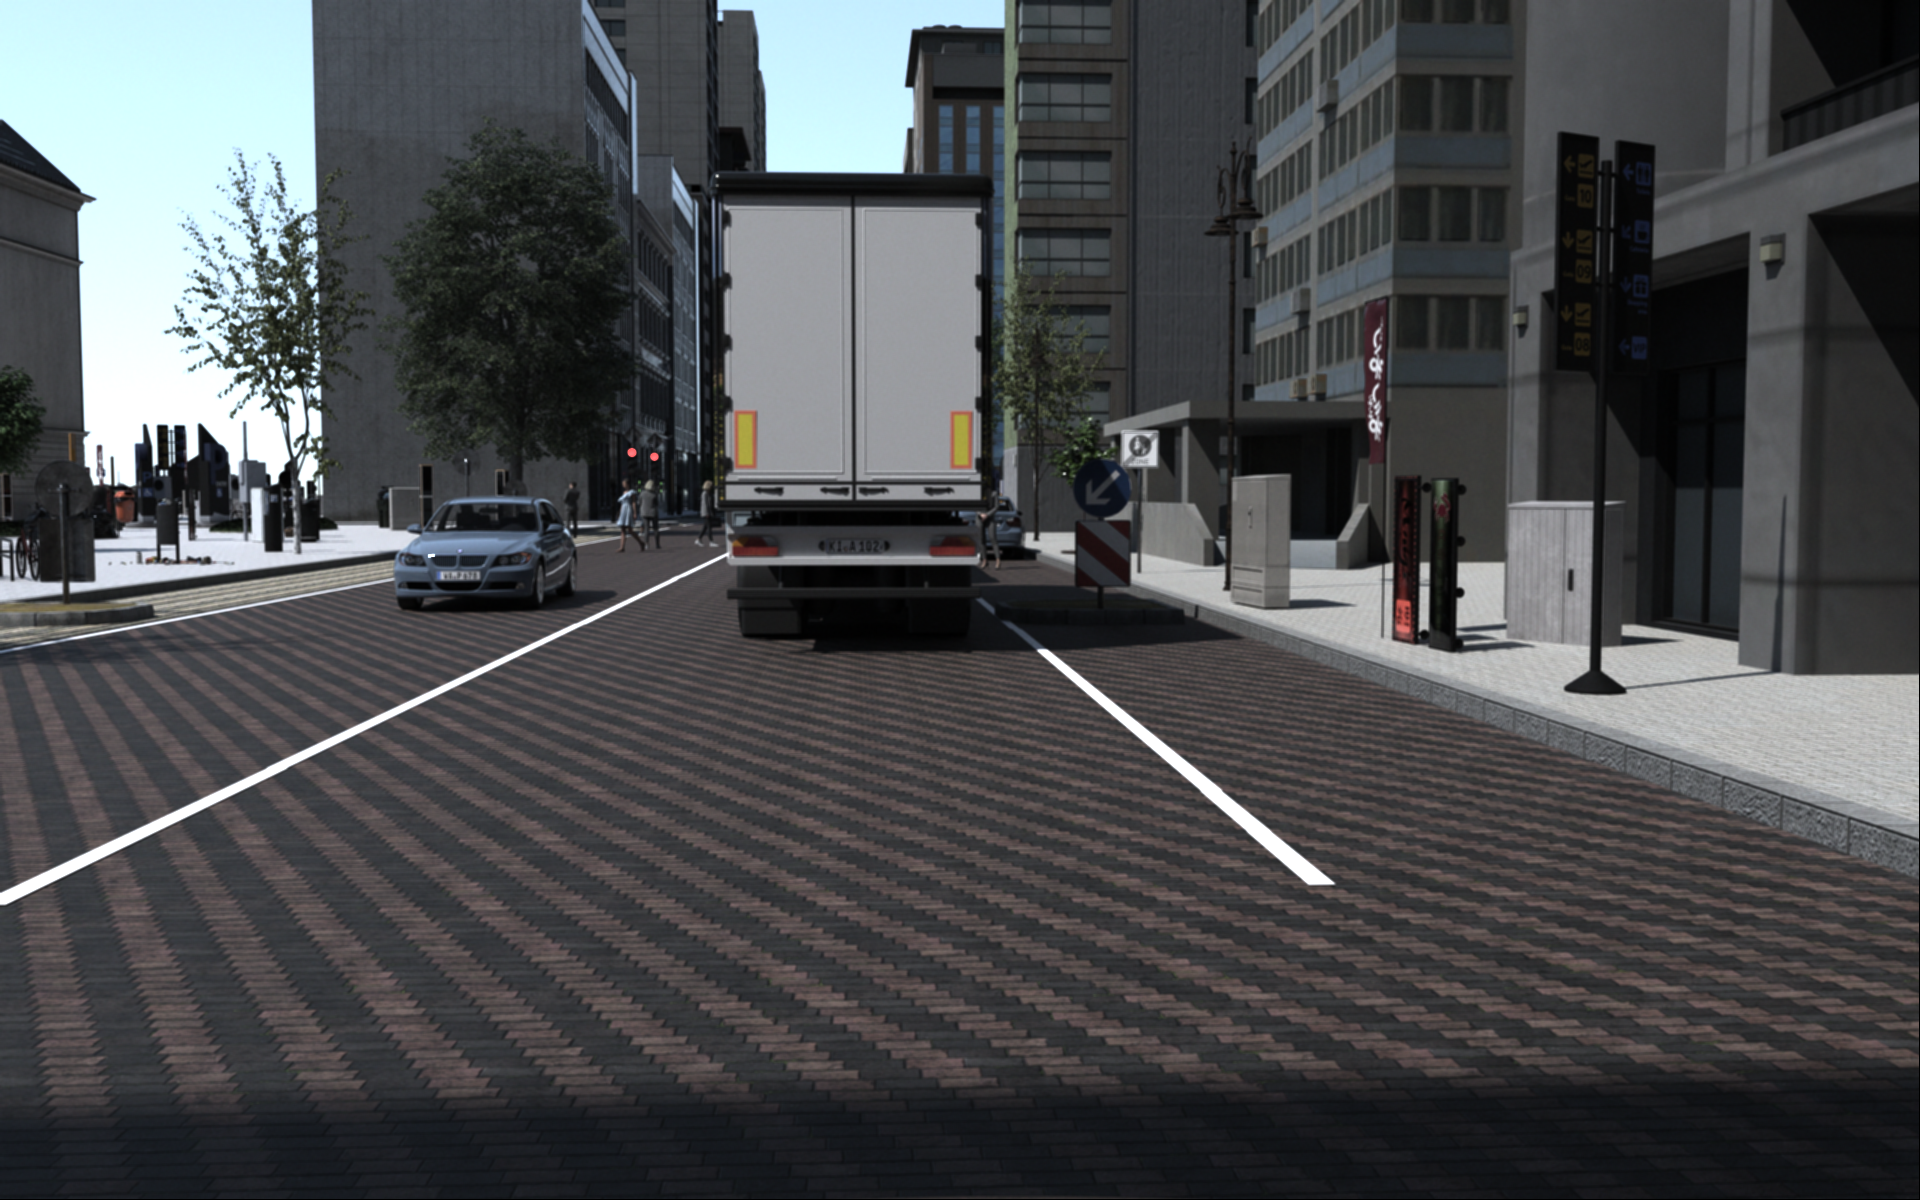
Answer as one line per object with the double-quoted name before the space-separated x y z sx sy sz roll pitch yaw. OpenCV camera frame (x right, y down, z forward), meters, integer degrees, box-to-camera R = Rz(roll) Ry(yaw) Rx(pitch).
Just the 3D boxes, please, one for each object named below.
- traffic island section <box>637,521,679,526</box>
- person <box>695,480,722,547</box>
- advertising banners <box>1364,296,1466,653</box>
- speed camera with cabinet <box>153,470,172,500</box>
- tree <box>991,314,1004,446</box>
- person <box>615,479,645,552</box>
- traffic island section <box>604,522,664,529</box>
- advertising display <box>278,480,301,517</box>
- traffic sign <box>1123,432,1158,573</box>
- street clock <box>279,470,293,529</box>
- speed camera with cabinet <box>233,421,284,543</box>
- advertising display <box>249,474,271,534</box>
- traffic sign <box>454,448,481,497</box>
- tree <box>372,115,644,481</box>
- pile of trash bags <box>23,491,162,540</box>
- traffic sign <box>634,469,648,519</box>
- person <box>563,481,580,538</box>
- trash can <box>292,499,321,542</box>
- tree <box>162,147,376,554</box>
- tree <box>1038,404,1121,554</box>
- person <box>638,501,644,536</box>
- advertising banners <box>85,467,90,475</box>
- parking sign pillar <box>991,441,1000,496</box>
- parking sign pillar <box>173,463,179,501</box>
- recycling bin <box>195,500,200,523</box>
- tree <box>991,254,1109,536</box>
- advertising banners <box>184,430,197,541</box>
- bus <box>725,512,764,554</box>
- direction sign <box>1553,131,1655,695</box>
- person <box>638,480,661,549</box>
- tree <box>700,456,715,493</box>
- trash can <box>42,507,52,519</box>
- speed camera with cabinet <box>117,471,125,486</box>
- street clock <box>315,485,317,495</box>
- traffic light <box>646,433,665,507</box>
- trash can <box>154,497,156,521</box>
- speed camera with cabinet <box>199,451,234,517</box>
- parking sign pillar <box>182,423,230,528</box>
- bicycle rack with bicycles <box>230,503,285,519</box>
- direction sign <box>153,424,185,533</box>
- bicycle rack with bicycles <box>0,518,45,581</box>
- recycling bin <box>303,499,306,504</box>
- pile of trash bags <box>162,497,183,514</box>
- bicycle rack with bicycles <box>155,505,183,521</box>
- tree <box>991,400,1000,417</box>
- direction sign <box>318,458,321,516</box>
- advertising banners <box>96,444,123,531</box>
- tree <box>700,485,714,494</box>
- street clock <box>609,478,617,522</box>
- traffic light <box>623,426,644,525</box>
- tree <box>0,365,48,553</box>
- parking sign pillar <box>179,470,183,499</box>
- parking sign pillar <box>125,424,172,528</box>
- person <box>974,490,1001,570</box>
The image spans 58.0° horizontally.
"traffic island section" -13.952 -3.489 79.321 2.009 0.180 2.903 0 4 -3
"person" -6.887 -2.365 47.350 0.728 1.800 0.709 1 4 14
"advertising banners" 3.849 -1.141 14.842 0.090 3.025 2.074 -1 4 -8
"speed camera with cabinet" -40.855 -5.690 87.374 2.038 3.252 0.660 1 4 12
"tree" -0.135 -10.182 92.236 9.928 11.665 9.643 0 3 0
"person" -8.198 -2.092 42.797 0.778 1.811 0.616 -3 4 -38
"traffic island section" -13.462 -3.001 71.351 2.009 0.180 2.903 0 4 -3
"advertising display" -30.634 -4.523 79.168 0.974 1.923 0.123 0 4 -4
"traffic sign" 2.908 -1.585 28.046 0.606 2.300 0.079 0 4 -2
"street clock" -20.627 -2.971 53.152 0.471 2.002 0.358 -1 4 -11
"speed camera with cabinet" -18.777 -3.191 46.504 0.660 3.252 2.038 -3 4 -38
"advertising display" -22.283 -3.053 55.130 0.974 1.923 0.123 2 4 31
"traffic sign" -13.744 -2.949 48.319 0.768 2.556 0.104 0 4 3
"tree" -15.471 -9.397 60.295 9.857 13.997 8.962 0 3 0
"pile of trash bags" -25.111 -2.453 49.851 1.912 1.369 3.447 1 4 17
"traffic sign" -16.163 -5.353 87.628 0.768 2.556 0.104 0 4 -2
"person" -12.630 -2.920 56.044 0.447 1.846 0.655 3 5 43
"trash can" -17.378 -2.107 46.095 0.748 1.137 0.748 0 3 0
"tree" -14.313 -5.282 36.730 4.737 8.622 4.395 0 3 0
"tree" 2.766 -2.609 37.261 1.663 3.219 1.824 0 3 0
"person" -10.849 -2.813 59.175 0.352 1.250 0.332 1 4 22
"advertising banners" -55.594 -7.077 111.900 2.074 3.025 0.090 -1 4 -17
"parking sign pillar" 1.399 -6.003 86.618 1.447 3.967 1.447 0 4 1
"parking sign pillar" -54.127 -8.020 119.592 1.447 3.967 1.447 2 4 27
"recycling bin" -30.418 -3.517 70.058 0.722 1.027 0.722 1 4 9
"tree" 2.406 -6.276 52.972 4.737 8.622 4.395 0 3 0
"advertising banners" -21.307 -3.163 47.904 0.090 3.025 2.074 -1 4 -18
"bus" -2.647 -2.343 33.166 2.948 3.499 13.247 0 4 -3
"direction sign" 4.122 -1.171 11.137 0.876 3.537 0.379 -2 4 -30
"person" -8.145 -2.246 45.408 0.537 1.800 0.526 0 4 7
"tree" -20.502 -9.824 144.330 4.285 4.588 4.351 0 3 0
"trash can" -40.998 -4.060 78.033 0.748 1.137 0.748 0 3 0
"speed camera with cabinet" -70.444 -9.256 145.671 0.660 3.252 2.038 -2 4 -33
"street clock" -53.315 -8.471 143.067 0.358 2.002 0.471 0 4 6
"traffic light" -13.911 -5.521 79.189 0.839 4.253 0.868 0 4 -3
"trash can" -36.772 -4.080 78.368 0.748 1.137 0.748 0 3 0
"speed camera with cabinet" -34.047 -5.221 79.705 0.660 3.252 2.038 1 4 22
"parking sign pillar" -28.605 -4.768 66.425 1.447 3.967 1.447 1 4 11
"bicycle rack with bicycles" -28.238 -3.428 69.425 2.925 0.926 2.852 0 4 8
"direction sign" -25.761 -3.955 56.658 0.876 3.537 0.379 -3 5 -39
"bicycle rack with bicycles" -15.165 -0.769 25.949 2.852 0.926 2.925 -2 4 -32
"recycling bin" -37.332 -5.260 98.551 0.722 1.027 0.722 0 4 3
"pile of trash bags" -51.296 -6.192 110.996 3.447 1.369 1.912 1 4 12
"bicycle rack with bicycles" -39.181 -4.269 83.184 2.925 0.926 2.852 3 4 36
"tree" -1.971 -12.241 117.148 9.611 12.733 9.660 0 3 0
"direction sign" -30.958 -5.606 83.657 0.379 3.537 0.876 -1 4 -20
"advertising banners" -29.839 -3.948 60.736 2.074 3.025 0.090 3 5 44
"tree" -21.281 -9.424 148.688 1.663 3.219 1.824 0 3 0
"street clock" -15.666 -4.505 78.222 0.358 2.002 0.471 -1 4 -17
"traffic light" -13.422 -5.034 71.219 0.839 4.253 0.868 0 4 -3
"tree" -21.588 -3.303 37.712 4.285 4.588 4.351 0 3 0
"parking sign pillar" -45.885 -7.072 104.094 1.447 3.967 1.447 -1 4 -18
"parking sign pillar" -30.967 -4.729 65.787 1.447 3.967 1.447 -2 4 -33
"person" 0.511 -1.479 32.963 0.520 1.790 0.573 0 4 -1
